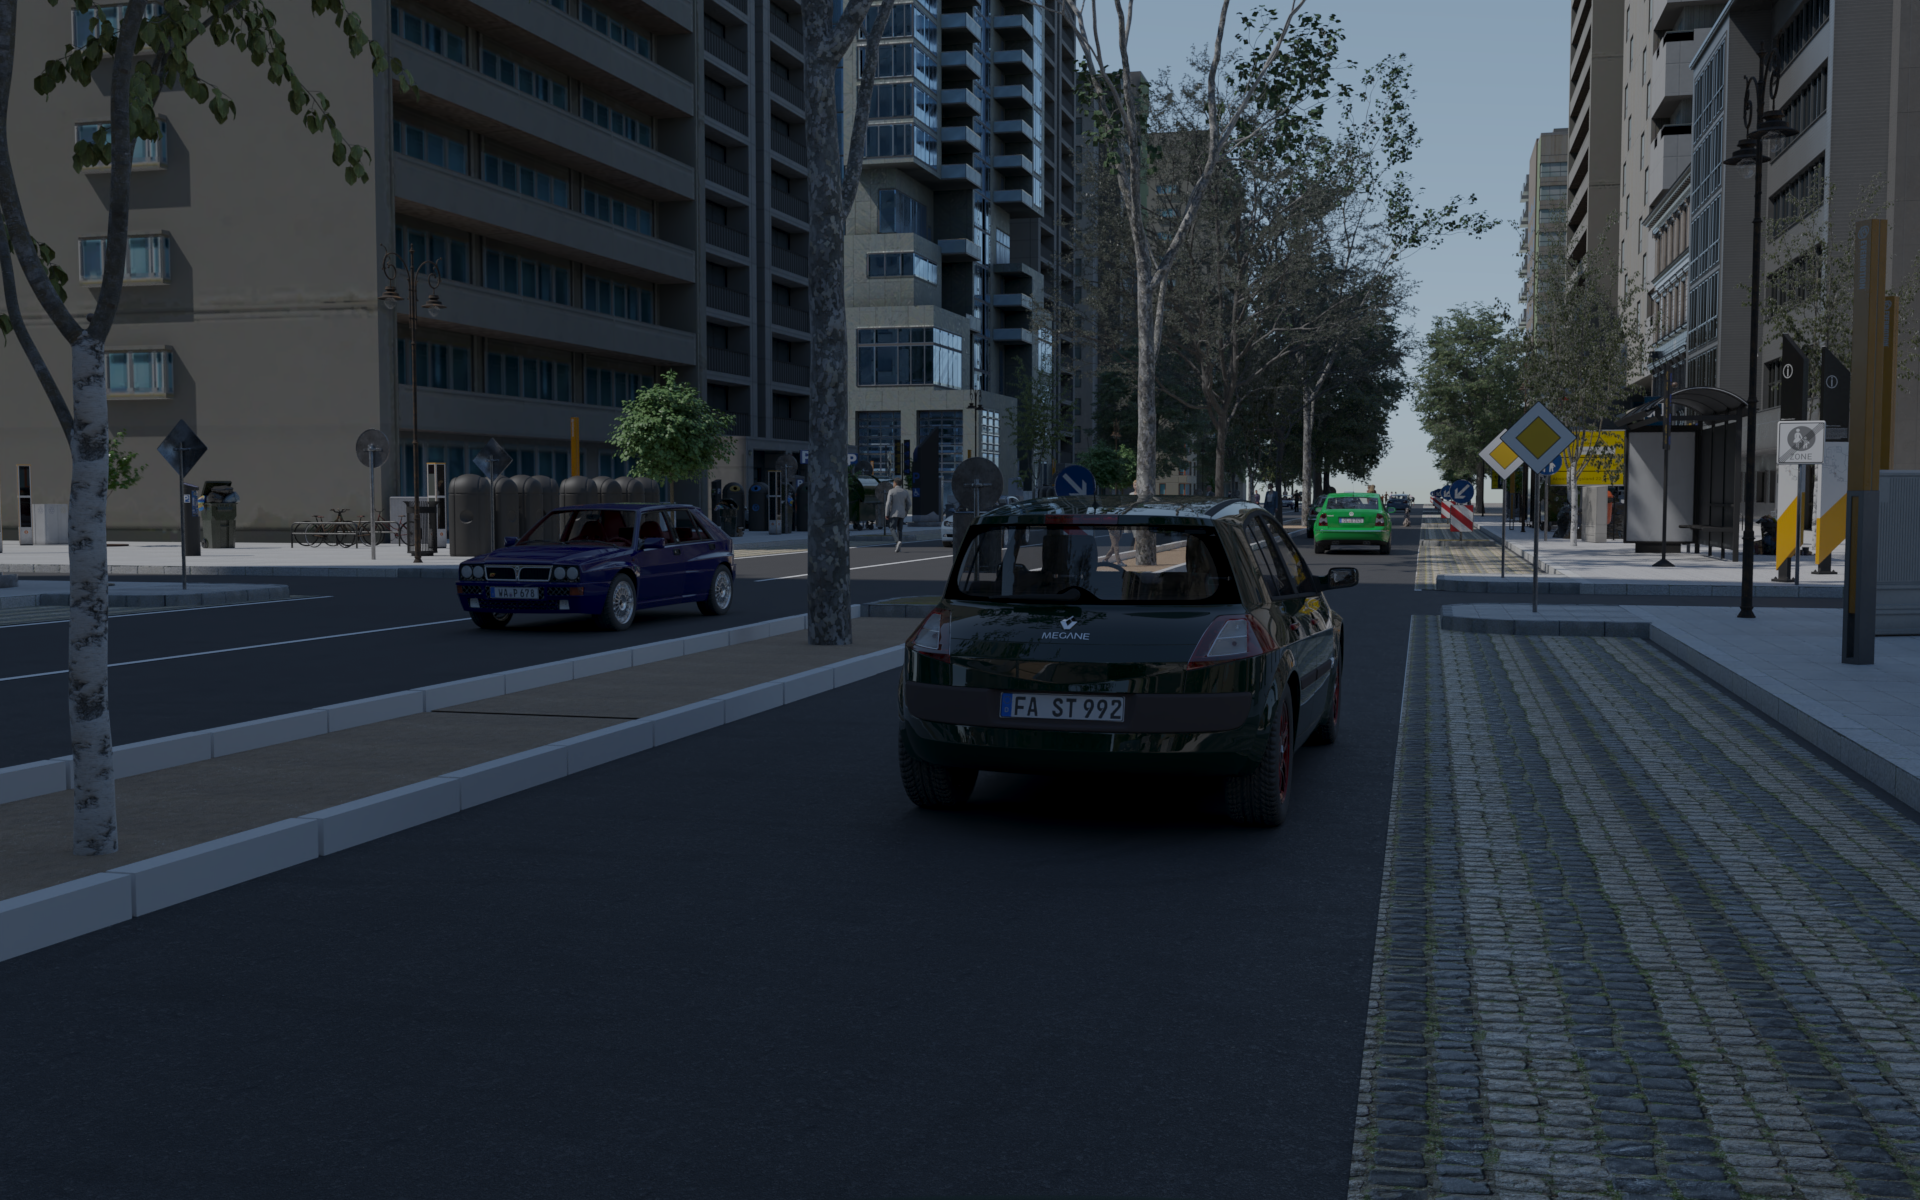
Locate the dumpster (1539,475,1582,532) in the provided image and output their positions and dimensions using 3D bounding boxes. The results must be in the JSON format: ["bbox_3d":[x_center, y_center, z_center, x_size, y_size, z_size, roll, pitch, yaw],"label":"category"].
[{"bbox_3d":[20.659,-3.496,59.646,1.502,2.255,1.985,1,4,15],"label":"dumpster"}]

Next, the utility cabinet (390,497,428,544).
[{"bbox_3d":[-14.122,-2.045,44.594,1.020,1.237,0.306,-1,4,-10],"label":"utility cabinet"}]

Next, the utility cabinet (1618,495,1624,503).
[{"bbox_3d":[34.671,-4.895,91.198,1.020,1.237,0.306,2,4,30],"label":"utility cabinet"}]

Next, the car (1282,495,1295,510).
[{"bbox_3d":[30.167,-9.060,160.711,1.945,1.354,3.894,1,4,14],"label":"car"}]

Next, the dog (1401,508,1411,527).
[{"bbox_3d":[19.591,-3.636,76.291,0.800,0.831,0.513,-3,4,-36],"label":"dog"}]

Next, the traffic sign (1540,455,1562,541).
[{"bbox_3d":[16.010,-2.885,47.272,0.768,2.556,0.104,1,4,16],"label":"traffic sign"}]

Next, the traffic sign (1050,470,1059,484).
[{"bbox_3d":[5.298,-5.771,94.352,0.884,2.594,0.081,1,4,18],"label":"traffic sign"}]

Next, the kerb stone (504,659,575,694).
[{"bbox_3d":[-3.159,0.574,12.815,0.120,0.150,1.000,1,4,15],"label":"kerb stone"}]

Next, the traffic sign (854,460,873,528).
[{"bbox_3d":[-3.665,-4.006,65.605,0.768,2.556,0.104,1,4,19],"label":"traffic sign"}]

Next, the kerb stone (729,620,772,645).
[{"bbox_3d":[-2.088,0.334,16.777,0.120,0.150,1.000,1,4,15],"label":"kerb stone"}]

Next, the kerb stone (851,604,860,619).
[{"bbox_3d":[-1.300,0.156,19.749,0.120,0.150,1.000,1,4,15],"label":"kerb stone"}]

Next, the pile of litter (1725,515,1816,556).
[{"bbox_3d":[17.146,-1.384,36.598,1.176,0.858,1.719,-3,5,-40],"label":"pile of litter"}]

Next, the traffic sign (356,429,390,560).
[{"bbox_3d":[-11.463,-2.059,33.777,0.768,2.556,0.104,1,4,17],"label":"traffic sign"}]

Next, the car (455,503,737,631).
[{"bbox_3d":[-3.981,-0.421,19.468,1.945,1.354,3.894,1,4,17],"label":"car"}]

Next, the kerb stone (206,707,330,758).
[{"bbox_3d":[-3.955,0.760,9.843,0.120,0.150,1.000,1,4,15],"label":"kerb stone"}]

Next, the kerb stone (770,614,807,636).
[{"bbox_3d":[-1.828,0.271,17.765,0.120,0.150,1.000,1,4,15],"label":"kerb stone"}]

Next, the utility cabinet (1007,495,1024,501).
[{"bbox_3d":[2.462,-4.119,78.513,0.306,1.237,1.020,-3,4,-38],"label":"utility cabinet"}]

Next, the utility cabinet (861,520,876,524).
[{"bbox_3d":[-4.294,-4.308,79.110,0.318,1.500,1.173,-2,4,-35],"label":"utility cabinet"}]

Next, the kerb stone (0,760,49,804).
[{"bbox_3d":[-4.487,0.877,7.862,0.120,0.150,1.000,1,4,15],"label":"kerb stone"}]

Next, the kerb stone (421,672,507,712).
[{"bbox_3d":[-3.421,0.634,11.827,0.120,0.150,1.000,1,4,15],"label":"kerb stone"}]

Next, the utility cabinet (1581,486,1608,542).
[{"bbox_3d":[16.804,-2.276,45.898,0.318,1.500,1.173,0,4,3],"label":"utility cabinet"}]

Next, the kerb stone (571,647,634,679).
[{"bbox_3d":[-2.896,0.513,13.806,0.120,0.150,1.000,1,4,15],"label":"kerb stone"}]

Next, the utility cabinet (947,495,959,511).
[{"bbox_3d":[-0.164,-5.101,94.564,1.020,1.237,0.306,1,4,13],"label":"utility cabinet"}]

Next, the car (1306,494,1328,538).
[{"bbox_3d":[12.629,-2.810,57.734,2.131,1.459,4.920,1,4,17],"label":"car"}]

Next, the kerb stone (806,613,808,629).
[{"bbox_3d":[-1.550,0.210,18.757,0.120,0.150,1.000,1,4,15],"label":"kerb stone"}]

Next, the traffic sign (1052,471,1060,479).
[{"bbox_3d":[5.509,-5.916,96.829,0.768,2.556,0.104,1,4,17],"label":"traffic sign"}]

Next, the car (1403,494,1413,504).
[{"bbox_3d":[41.098,-9.221,160.983,2.015,1.641,3.980,1,4,14],"label":"car"}]

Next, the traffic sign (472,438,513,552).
[{"bbox_3d":[-8.346,-1.668,30.920,0.795,2.450,0.064,1,4,15],"label":"traffic sign"}]

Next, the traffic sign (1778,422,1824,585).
[{"bbox_3d":[11.796,-1.359,24.345,0.606,2.300,0.079,1,4,20],"label":"traffic sign"}]

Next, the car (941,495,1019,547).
[{"bbox_3d":[0.774,-2.199,47.954,2.014,1.417,4.499,1,4,14],"label":"car"}]

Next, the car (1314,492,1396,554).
[{"bbox_3d":[9.712,-2.070,42.638,1.959,1.807,4.718,1,4,15],"label":"car"}]

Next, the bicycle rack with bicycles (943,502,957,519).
[{"bbox_3d":[-1.173,-4.198,82.016,2.852,0.926,2.925,2,4,23],"label":"bicycle rack with bicycles"}]

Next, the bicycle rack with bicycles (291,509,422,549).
[{"bbox_3d":[-14.917,-1.746,41.928,2.925,0.926,2.852,1,4,16],"label":"bicycle rack with bicycles"}]

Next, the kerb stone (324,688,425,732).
[{"bbox_3d":[-3.692,0.697,10.831,0.120,0.150,1.000,1,4,15],"label":"kerb stone"}]

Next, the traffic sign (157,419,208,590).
[{"bbox_3d":[-10.417,-1.197,23.207,0.795,2.450,0.064,1,4,15],"label":"traffic sign"}]

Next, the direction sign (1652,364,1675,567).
[{"bbox_3d":[12.440,-2.356,30.518,0.379,3.537,0.876,2,4,28],"label":"direction sign"}]

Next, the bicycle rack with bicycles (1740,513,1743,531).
[{"bbox_3d":[26.114,-2.898,60.759,2.852,0.926,2.925,-1,4,-20],"label":"bicycle rack with bicycles"}]

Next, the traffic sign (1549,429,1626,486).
[{"bbox_3d":[19.865,-3.732,54.897,2.265,3.308,0.079,1,4,22],"label":"traffic sign"}]

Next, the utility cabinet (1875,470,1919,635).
[{"bbox_3d":[8.675,-0.430,15.714,1.173,1.500,0.318,-1,4,-11],"label":"utility cabinet"}]

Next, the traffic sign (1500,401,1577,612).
[{"bbox_3d":[6.235,-0.923,18.734,0.795,2.450,0.064,1,4,15],"label":"traffic sign"}]

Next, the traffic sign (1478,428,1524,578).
[{"bbox_3d":[8.305,-1.395,26.447,0.795,2.450,0.064,1,4,15],"label":"traffic sign"}]

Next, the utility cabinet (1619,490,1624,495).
[{"bbox_3d":[36.771,-5.384,96.702,1.173,1.500,0.318,-2,4,-35],"label":"utility cabinet"}]

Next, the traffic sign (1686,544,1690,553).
[{"bbox_3d":[15.970,-2.311,37.898,0.768,2.556,0.104,1,4,21],"label":"traffic sign"}]

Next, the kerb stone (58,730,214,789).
[{"bbox_3d":[-4.217,0.816,8.848,0.120,0.150,1.000,1,4,15],"label":"kerb stone"}]

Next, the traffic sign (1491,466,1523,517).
[{"bbox_3d":[30.297,-6.182,94.942,2.265,3.308,0.079,1,4,18],"label":"traffic sign"}]

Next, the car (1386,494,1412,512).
[{"bbox_3d":[34.540,-7.603,136.316,2.014,1.417,4.499,1,4,17],"label":"car"}]

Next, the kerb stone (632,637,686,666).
[{"bbox_3d":[-2.626,0.453,14.797,0.120,0.150,1.000,1,4,15],"label":"kerb stone"}]

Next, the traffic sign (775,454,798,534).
[{"bbox_3d":[-5.591,-3.398,55.658,0.768,2.556,0.104,1,4,17],"label":"traffic sign"}]

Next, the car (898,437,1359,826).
[{"bbox_3d":[1.010,0.047,9.021,2.009,1.686,4.222,1,4,17],"label":"car"}]

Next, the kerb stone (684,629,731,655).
[{"bbox_3d":[-2.361,0.395,15.788,0.120,0.150,1.000,1,4,15],"label":"kerb stone"}]
